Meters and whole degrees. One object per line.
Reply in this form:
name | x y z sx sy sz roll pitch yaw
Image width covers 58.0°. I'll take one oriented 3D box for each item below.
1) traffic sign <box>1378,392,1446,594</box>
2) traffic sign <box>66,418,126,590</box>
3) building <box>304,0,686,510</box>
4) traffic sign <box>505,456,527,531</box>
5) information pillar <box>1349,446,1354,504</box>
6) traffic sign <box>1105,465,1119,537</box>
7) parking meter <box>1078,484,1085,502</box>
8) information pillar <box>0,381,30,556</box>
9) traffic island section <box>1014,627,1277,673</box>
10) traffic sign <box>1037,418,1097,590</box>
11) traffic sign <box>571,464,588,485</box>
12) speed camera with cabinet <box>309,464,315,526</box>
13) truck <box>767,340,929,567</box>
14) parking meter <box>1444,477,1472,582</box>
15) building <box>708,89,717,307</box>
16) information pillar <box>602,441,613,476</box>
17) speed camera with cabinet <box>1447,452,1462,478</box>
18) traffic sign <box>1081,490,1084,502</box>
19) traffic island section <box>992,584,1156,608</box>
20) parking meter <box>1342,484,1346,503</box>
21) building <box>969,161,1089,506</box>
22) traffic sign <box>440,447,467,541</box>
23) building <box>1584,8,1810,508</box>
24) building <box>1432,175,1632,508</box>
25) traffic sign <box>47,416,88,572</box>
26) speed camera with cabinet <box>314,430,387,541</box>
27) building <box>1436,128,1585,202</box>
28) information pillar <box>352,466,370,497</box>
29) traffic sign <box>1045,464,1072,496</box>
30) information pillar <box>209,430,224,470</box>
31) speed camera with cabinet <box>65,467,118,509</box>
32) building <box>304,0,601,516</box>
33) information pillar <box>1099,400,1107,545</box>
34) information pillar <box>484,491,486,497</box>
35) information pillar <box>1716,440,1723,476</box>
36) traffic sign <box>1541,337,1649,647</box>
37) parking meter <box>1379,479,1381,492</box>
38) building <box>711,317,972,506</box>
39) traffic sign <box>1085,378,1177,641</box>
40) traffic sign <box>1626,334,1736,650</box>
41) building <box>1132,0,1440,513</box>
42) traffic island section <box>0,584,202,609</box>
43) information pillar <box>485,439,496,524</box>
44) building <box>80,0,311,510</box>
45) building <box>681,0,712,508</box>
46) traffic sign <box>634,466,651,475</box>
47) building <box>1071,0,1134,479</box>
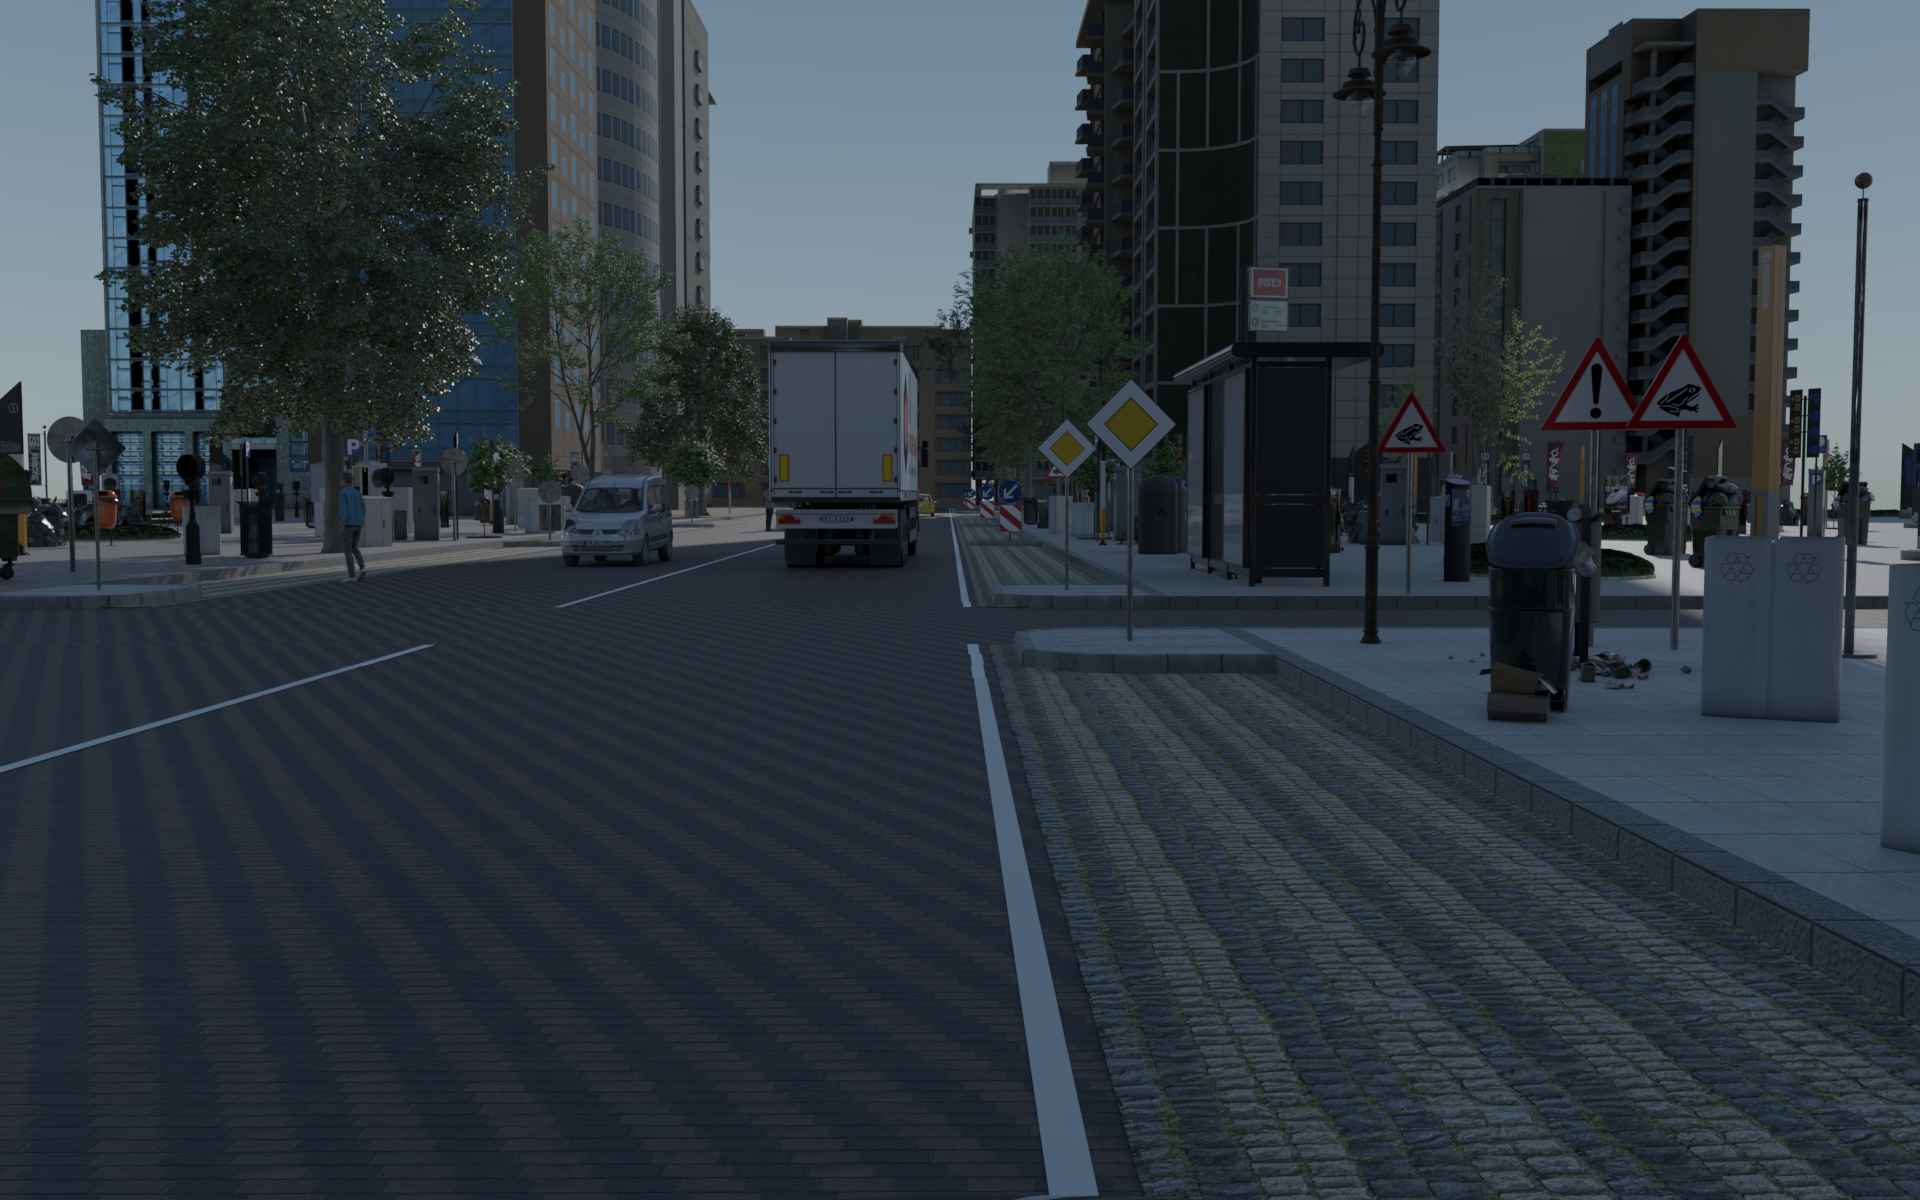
traffic sign | 5.759 -1.357 22.187 0.884 2.594 0.081 0 4 1
traffic sign | -11.471 -1.185 23.019 0.795 2.450 0.064 0 4 0
building | -32.902 -35.754 126.578 21.231 58.520 28.212 0 4 0
traffic sign | -15.353 -3.652 59.719 0.884 2.594 0.081 0 4 7
information pillar | 19.309 -5.753 85.419 0.183 3.616 0.504 0 4 -6
traffic sign | 4.427 -3.015 51.419 0.606 2.300 0.079 0 4 6
parking meter | 5.438 -4.383 77.369 0.255 1.863 0.399 0 4 -3
information pillar | -19.736 -2.736 36.092 0.504 3.616 0.183 0 4 1
traffic island section | 1.507 0.434 15.188 2.009 0.180 2.903 0 4 0
traffic sign | 1.423 -1.190 23.096 0.795 2.450 0.064 0 4 0
traffic sign | -16.251 -4.517 73.952 0.768 2.556 0.104 0 4 4
speed camera with cabinet | -18.763 -3.468 51.030 0.660 3.252 2.038 -1 4 -15
truck | -2.215 -2.951 37.171 2.839 4.237 11.283 0 4 1
parking meter | 7.303 -1.040 25.421 0.372 1.533 0.369 0 3 0
building | -41.748 -37.526 202.792 27.495 52.752 28.713 0 4 0
information pillar | -15.687 -5.238 76.999 0.504 3.616 0.183 -3 5 -40
speed camera with cabinet | 22.879 -5.262 80.362 0.660 3.252 2.038 2 4 23
traffic sign | 3.870 -3.336 54.645 0.768 2.556 0.104 0 4 3
traffic island section | 1.447 -0.055 23.173 2.009 0.180 2.903 0 4 0
parking meter | 20.142 -5.167 90.188 0.399 1.863 0.255 -1 4 -14
building | 13.150 -31.379 204.932 23.993 40.220 32.217 0 4 0
traffic sign | -13.822 -2.886 47.286 0.768 2.556 0.104 1 4 9
building | 66.547 -31.102 158.627 14.200 45.320 14.600 0 4 0
building | 52.383 -23.778 160.469 14.107 30.474 14.160 0 4 0
traffic sign | -14.580 -1.730 28.389 0.768 2.556 0.104 0 4 1
speed camera with cabinet | -16.782 -3.279 47.952 0.660 3.252 2.038 2 4 25
building | 61.874 -31.395 196.900 14.086 41.232 14.154 0 4 0
information pillar | -15.631 -2.491 45.221 0.304 2.012 0.304 2 4 25
traffic sign | 3.249 -3.502 57.265 0.884 2.594 0.081 0 4 5
information pillar | -26.808 -4.352 62.518 0.504 3.616 0.183 0 4 3
speed camera with cabinet | -37.992 -4.982 75.788 2.038 3.252 0.660 -2 4 -35
building | -30.412 -27.846 105.392 14.600 45.320 14.200 0 4 0
information pillar | 3.580 -3.182 43.378 0.183 3.616 0.504 0 4 0
information pillar | -21.944 -5.449 80.443 0.183 3.616 0.504 2 4 27
information pillar | 32.678 -5.090 74.579 0.183 3.616 0.504 3 5 40
traffic sign | 5.290 -0.885 14.478 0.884 2.594 0.081 0 4 5
parking meter | 14.833 -3.353 60.538 0.255 1.863 0.399 -1 4 -15
building | -13.283 -21.941 203.777 28.899 21.520 27.650 0 4 0
traffic sign | 1.484 -0.701 15.111 0.795 2.450 0.064 0 4 0
traffic sign | 5.893 -0.869 14.217 0.884 2.594 0.081 0 4 3
building | 21.723 -42.040 125.607 20.563 71.187 20.611 0 4 0
traffic island section | -11.494 -0.049 23.080 2.009 0.180 2.903 0 4 0
information pillar | -20.008 -5.066 74.187 0.183 3.616 0.504 0 4 6
building | -60.685 -51.347 152.187 31.000 86.520 22.319 0 4 0
building | -34.358 -32.499 155.062 21.600 48.544 21.300 0 4 0
traffic sign | -14.286 -4.758 77.907 0.768 2.556 0.104 0 4 1
building | 21.449 -30.366 151.104 22.147 44.769 28.867 0 4 0
